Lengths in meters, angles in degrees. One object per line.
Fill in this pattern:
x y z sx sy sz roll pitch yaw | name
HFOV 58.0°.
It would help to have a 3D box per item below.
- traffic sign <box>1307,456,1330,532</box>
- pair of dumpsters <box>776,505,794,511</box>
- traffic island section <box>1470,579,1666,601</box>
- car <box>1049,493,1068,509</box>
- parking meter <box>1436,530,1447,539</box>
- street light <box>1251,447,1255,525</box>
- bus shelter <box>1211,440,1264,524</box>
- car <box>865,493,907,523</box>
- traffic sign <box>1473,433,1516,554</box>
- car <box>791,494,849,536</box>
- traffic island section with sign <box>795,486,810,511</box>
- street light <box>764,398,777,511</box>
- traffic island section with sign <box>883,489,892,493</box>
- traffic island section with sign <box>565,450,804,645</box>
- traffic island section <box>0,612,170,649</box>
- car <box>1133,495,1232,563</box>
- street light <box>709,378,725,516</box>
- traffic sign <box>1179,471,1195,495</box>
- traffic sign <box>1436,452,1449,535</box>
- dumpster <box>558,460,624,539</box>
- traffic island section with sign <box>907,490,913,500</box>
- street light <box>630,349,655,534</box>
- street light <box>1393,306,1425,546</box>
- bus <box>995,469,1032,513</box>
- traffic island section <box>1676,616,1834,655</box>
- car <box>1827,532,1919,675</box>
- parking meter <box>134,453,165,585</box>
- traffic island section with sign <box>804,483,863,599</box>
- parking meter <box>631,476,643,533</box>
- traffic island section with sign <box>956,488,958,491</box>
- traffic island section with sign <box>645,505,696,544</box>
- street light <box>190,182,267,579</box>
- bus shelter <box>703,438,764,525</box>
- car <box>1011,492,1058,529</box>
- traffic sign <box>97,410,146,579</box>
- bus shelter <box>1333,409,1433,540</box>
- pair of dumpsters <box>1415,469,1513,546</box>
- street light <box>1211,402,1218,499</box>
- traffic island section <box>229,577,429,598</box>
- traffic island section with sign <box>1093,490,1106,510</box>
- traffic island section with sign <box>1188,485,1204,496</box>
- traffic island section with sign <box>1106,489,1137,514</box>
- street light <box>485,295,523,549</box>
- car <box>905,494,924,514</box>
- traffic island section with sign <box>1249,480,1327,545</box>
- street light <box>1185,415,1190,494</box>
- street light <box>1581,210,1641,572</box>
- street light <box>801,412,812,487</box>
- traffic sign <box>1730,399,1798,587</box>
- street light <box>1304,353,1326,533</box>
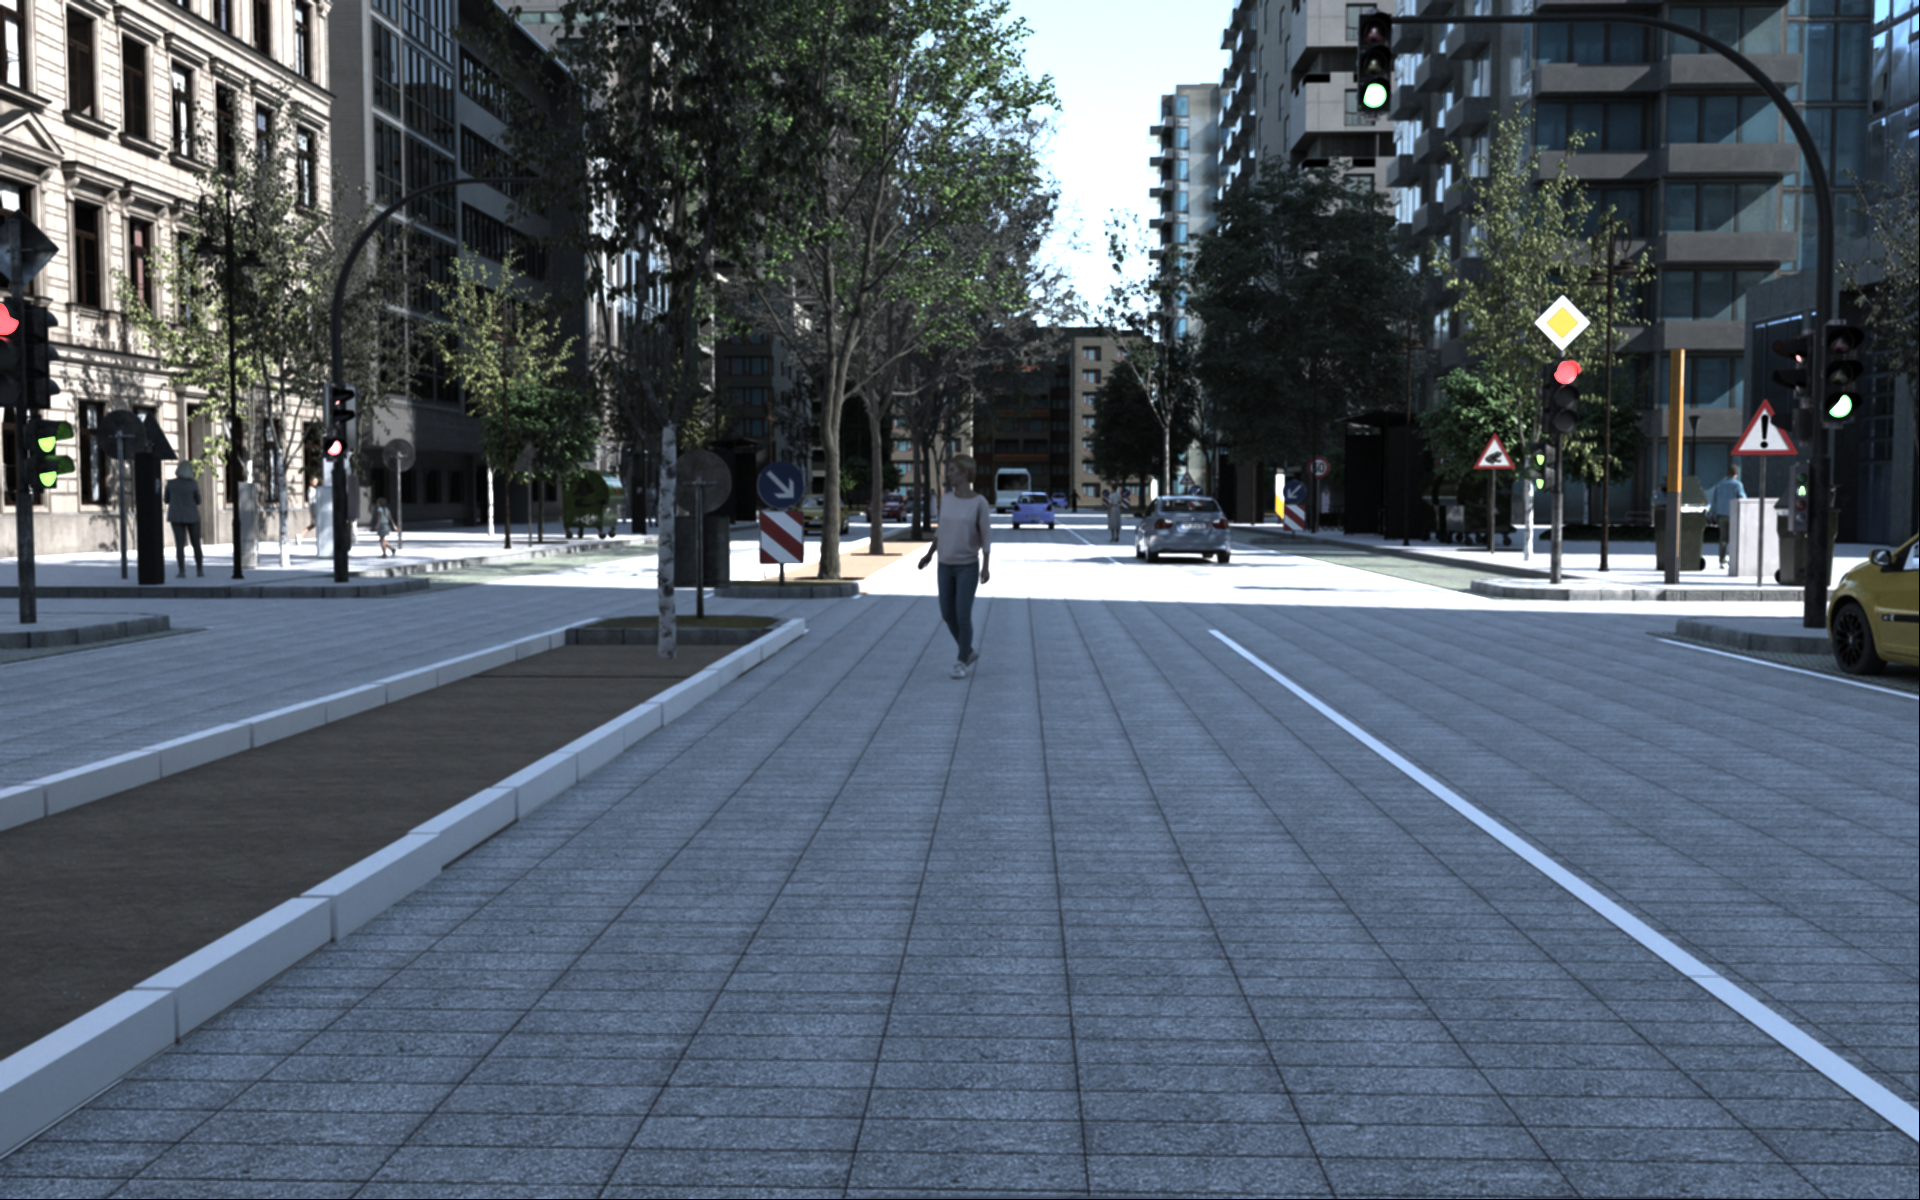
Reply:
12.049 -3.559 58.296 0.768 2.556 0.104 1 4 10 | traffic sign
-9.819 -5.570 93.563 1.574 2.255 4.437 0 4 2 | pair of dumpsters
8.498 -0.145 24.647 2.009 0.180 2.903 0 4 2 | traffic island section
9.350 -9.437 163.888 1.945 1.707 3.694 0 4 3 | car
13.708 -2.650 49.034 0.399 1.863 0.255 0 4 -3 | parking meter
12.077 -6.023 71.261 0.468 5.910 1.993 0 4 2 | street light
12.458 -5.289 77.765 1.731 3.624 6.357 0 4 2 | bus shelter
-3.737 -4.869 88.654 2.155 1.783 4.494 0 4 4 | car
11.343 -2.252 36.821 0.884 2.594 0.081 0 4 7 | traffic sign
-4.881 -3.107 61.018 2.015 1.641 3.980 0 4 1 | car
-6.969 -4.167 76.758 1.989 1.847 2.006 0 4 2 | traffic island section with sign
-9.088 -6.754 83.213 0.468 5.910 1.993 0 4 2 | street light
-5.284 -7.236 126.930 1.989 1.847 2.006 0 4 2 | traffic island section with sign
-2.713 -0.559 17.272 2.006 1.907 1.989 0 4 2 | traffic island section with sign
-9.301 0.307 17.259 2.009 0.180 2.903 0 4 2 | traffic island section
4.778 -1.548 37.317 2.014 1.417 4.499 0 4 1 | car
-9.651 -5.877 68.869 0.468 5.910 1.993 0 4 2 | street light
12.726 -5.937 97.074 0.884 2.594 0.081 1 4 11 | traffic sign
13.499 -2.914 47.756 0.768 2.556 0.104 0 4 5 | traffic sign
-10.594 -2.888 49.718 1.502 2.255 1.985 0 4 2 | dumpster
-4.367 -8.906 154.240 1.989 1.847 2.006 0 4 2 | traffic island section with sign
-10.036 -5.021 54.886 0.468 5.910 1.993 0 4 2 | street light
11.074 -4.282 42.803 0.468 5.910 1.993 0 4 2 | street light
4.060 -8.362 131.579 2.948 3.499 13.247 0 4 2 | bus
8.230 0.343 16.667 2.009 0.180 2.903 0 4 2 | traffic island section
7.857 -0.138 12.482 2.015 1.641 3.980 0 4 0 | car
-11.498 -1.154 24.579 0.255 1.863 0.399 0 4 -6 | parking meter
-2.454 -1.012 24.675 2.006 1.907 1.989 0 4 2 | traffic island section with sign
-10.546 -3.125 56.801 0.399 1.863 0.255 -3 4 -36 | parking meter
0.060 -5.605 99.771 2.006 1.907 1.989 0 4 2 | traffic island section with sign
-7.884 -2.519 49.818 1.989 1.847 2.006 0 4 2 | traffic island section with sign
-10.963 -3.261 26.111 0.468 5.910 1.993 0 4 2 | street light
-9.822 -5.147 75.432 1.731 3.624 6.357 0 4 2 | bus shelter
3.054 -3.787 71.509 1.945 1.707 3.694 0 4 3 | car
-12.648 -1.592 26.143 0.768 2.556 0.104 0 4 5 | traffic sign
12.434 -3.663 51.168 1.731 3.624 6.357 0 4 2 | bus shelter
13.037 -2.583 44.724 1.574 2.255 4.437 0 4 2 | pair of dumpsters
12.525 -6.878 85.241 0.468 5.910 1.993 0 4 2 | street light
-9.033 -0.181 25.239 2.009 0.180 2.903 0 4 2 | traffic island section
12.870 -8.923 154.518 1.989 1.847 2.006 0 4 2 | traffic island section with sign
10.244 -4.155 76.562 1.989 1.847 2.006 0 4 2 | traffic island section with sign
11.929 -7.204 126.420 1.989 1.847 2.006 0 4 2 | traffic island section with sign
-10.609 -4.139 40.455 0.468 5.910 1.993 0 4 2 | street light
-3.061 -7.039 127.094 2.014 1.417 4.499 0 4 2 | car
9.345 -2.507 49.622 1.989 1.847 2.006 0 4 2 | traffic island section with sign
13.025 -7.733 99.220 0.468 5.910 1.993 0 4 2 | street light
10.682 -3.411 28.558 0.468 5.910 1.993 0 4 2 | street light
-8.643 -7.636 97.641 0.468 5.910 1.993 0 4 2 | street light
10.998 -1.452 23.749 0.884 2.594 0.081 0 4 7 | traffic sign
11.622 -5.137 56.780 0.468 5.910 1.993 0 4 2 | street light
